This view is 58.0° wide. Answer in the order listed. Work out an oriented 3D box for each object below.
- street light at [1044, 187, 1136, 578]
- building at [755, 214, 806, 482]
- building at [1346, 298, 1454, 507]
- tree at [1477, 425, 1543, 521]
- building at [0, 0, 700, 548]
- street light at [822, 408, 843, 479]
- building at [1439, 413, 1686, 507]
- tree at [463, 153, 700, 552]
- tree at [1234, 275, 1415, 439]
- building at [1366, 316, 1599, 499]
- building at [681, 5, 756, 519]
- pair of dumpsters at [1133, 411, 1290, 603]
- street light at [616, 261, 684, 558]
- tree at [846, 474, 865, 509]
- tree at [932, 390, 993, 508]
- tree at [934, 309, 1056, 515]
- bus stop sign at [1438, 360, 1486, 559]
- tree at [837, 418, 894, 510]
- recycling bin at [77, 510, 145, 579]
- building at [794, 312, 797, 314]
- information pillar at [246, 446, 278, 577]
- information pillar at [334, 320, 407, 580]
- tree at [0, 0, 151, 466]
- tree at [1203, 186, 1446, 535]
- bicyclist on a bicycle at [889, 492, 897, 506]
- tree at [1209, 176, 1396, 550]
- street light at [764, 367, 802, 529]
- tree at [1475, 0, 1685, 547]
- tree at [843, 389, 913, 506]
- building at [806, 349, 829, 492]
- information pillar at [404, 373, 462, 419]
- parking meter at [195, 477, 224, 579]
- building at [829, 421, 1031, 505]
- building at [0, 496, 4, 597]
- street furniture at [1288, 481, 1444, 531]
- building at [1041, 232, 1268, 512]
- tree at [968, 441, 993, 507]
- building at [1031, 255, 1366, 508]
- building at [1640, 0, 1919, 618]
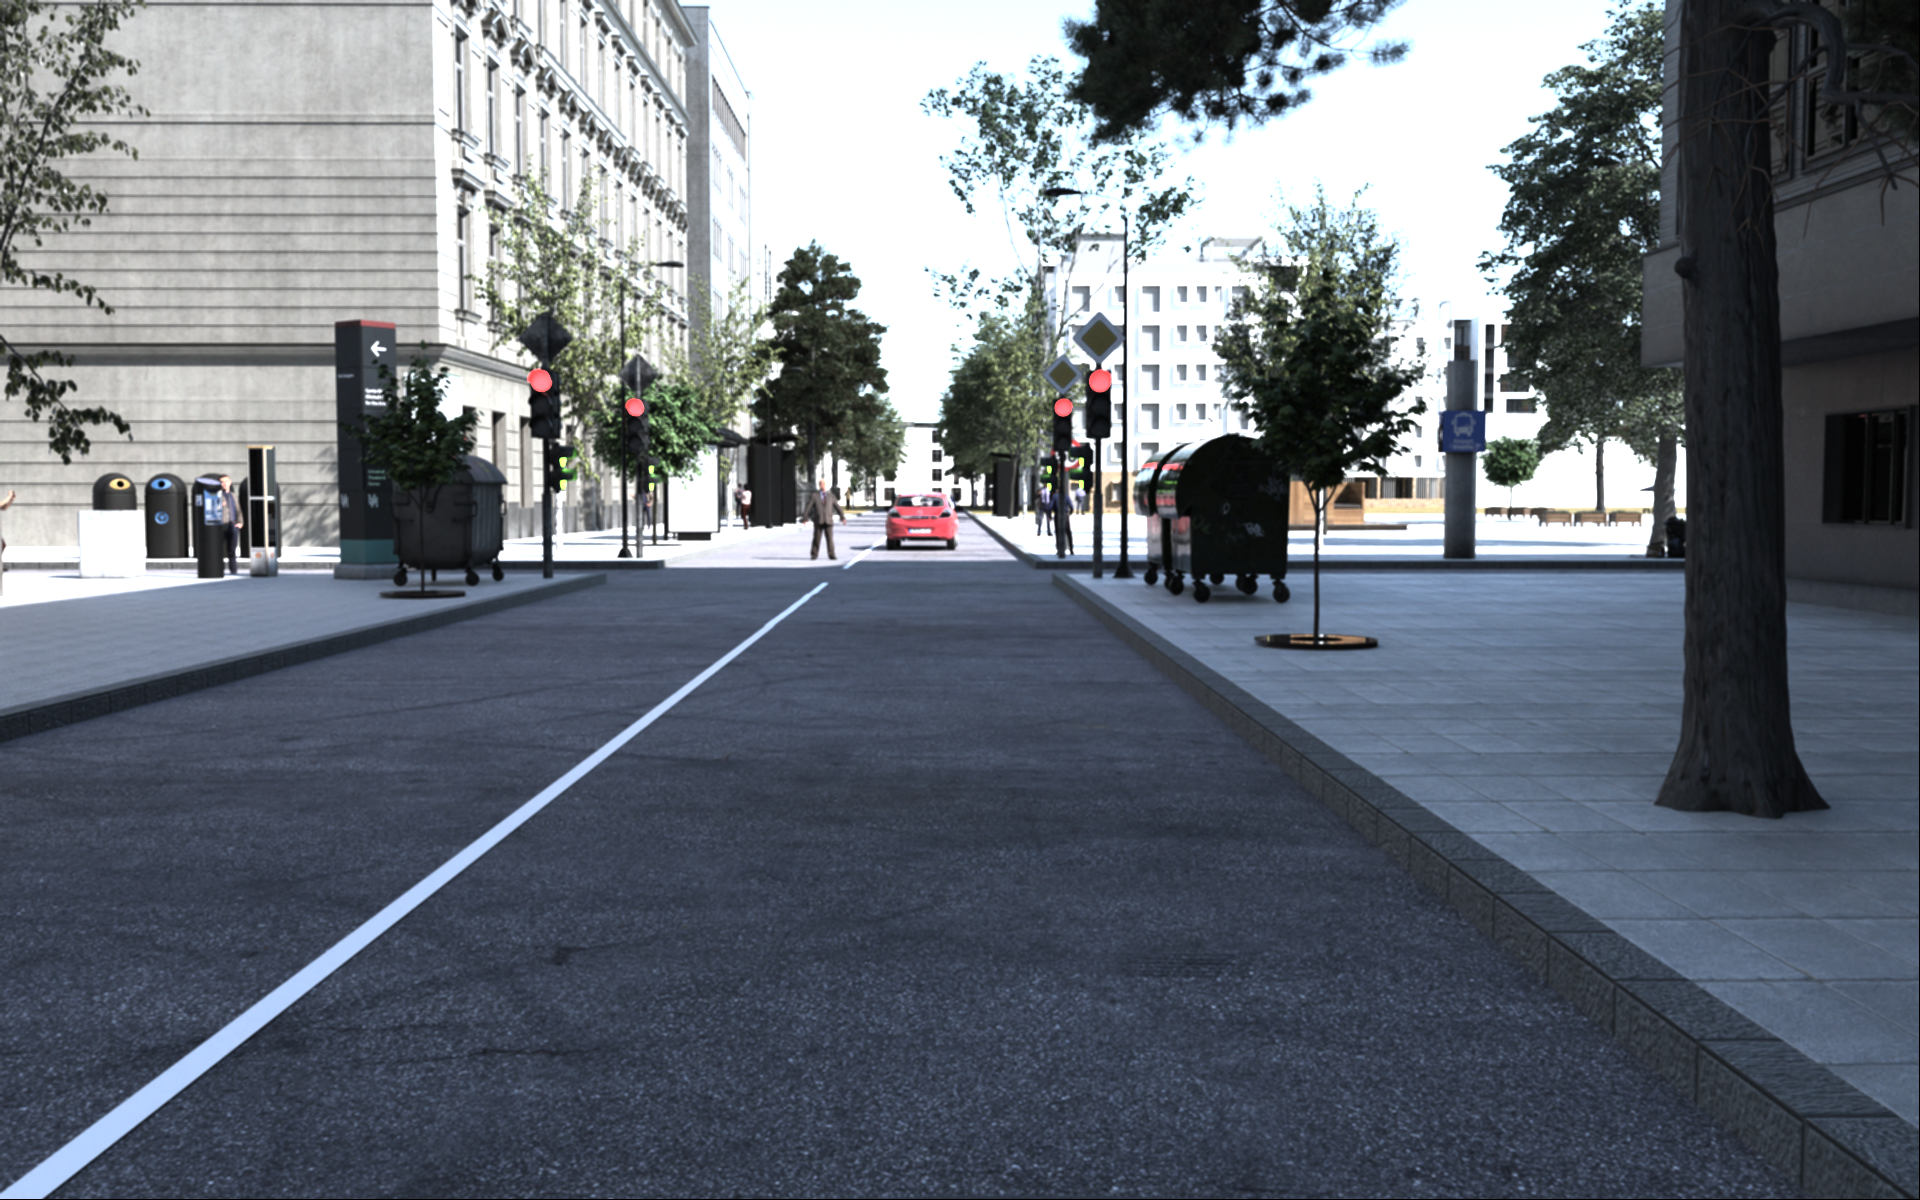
[{"bbox_3d":[1.976,-3.295,26.407,1.470,5.913,1.316,0,4,-1],"label":"street light"},{"bbox_3d":[-21.047,-15.831,125.291,16.747,18.905,31.486,0,4,-1],"label":"building"},{"bbox_3d":[41.697,-19.415,173.852,11.380,20.091,16.016,0,4,-1],"label":"building"},{"bbox_3d":[26.329,-6.071,82.970,4.285,4.588,4.351,0,3,0],"label":"tree"},{"bbox_3d":[-20.501,-17.467,61.993,17.030,29.872,44.131,0,4,-1],"label":"building"},{"bbox_3d":[-6.761,-7.314,92.127,1.470,5.913,1.316,0,4,-1],"label":"street light"},{"bbox_3d":[62.313,-14.401,177.608,28.070,9.664,9.099,0,4,-1],"label":"building"},{"bbox_3d":[-8.707,-5.384,38.391,4.737,8.622,4.395,0,3,0],"label":"tree"},{"bbox_3d":[20.159,-11.384,96.491,12.009,13.543,11.850,0,3,0],"label":"tree"},{"bbox_3d":[57.129,-22.549,212.657,32.646,21.610,27.936,0,4,-1],"label":"building"},{"bbox_3d":[-18.214,-16.888,94.144,12.078,24.808,19.932,0,4,-1],"label":"building"},{"bbox_3d":[3.248,-1.216,22.383,1.574,2.255,4.436,0,4,0],"label":"pair of dumpsters"},{"bbox_3d":[-6.192,-3.799,34.653,1.470,5.913,1.316,0,4,-1],"label":"street light"},{"bbox_3d":[-9.288,-9.537,150.538,1.663,3.219,1.824,0,3,0],"label":"tree"},{"bbox_3d":[1.026,-14.407,161.308,9.928,11.665,9.643,0,3,0],"label":"tree"},{"bbox_3d":[2.236,-11.552,106.999,7.486,12.596,7.792,0,3,0],"label":"tree"},{"bbox_3d":[9.937,-2.772,34.343,0.837,3.901,0.837,1,4,10],"label":"bus stop sign"},{"bbox_3d":[-8.354,-11.447,137.515,4.360,8.622,3.978,0,3,0],"label":"tree"},{"bbox_3d":[-12.933,-0.847,26.411,0.722,1.027,0.722,0,4,-4],"label":"recycling bin"},{"bbox_3d":[-21.601,-17.795,147.366,16.016,20.091,11.380,0,4,-1],"label":"building"},{"bbox_3d":[-10.819,-1.368,26.865,0.304,2.012,0.304,1,4,9],"label":"information pillar"},{"bbox_3d":[-8.951,-2.251,26.184,0.750,3.857,0.750,2,4,35],"label":"information pillar"},{"bbox_3d":[-8.700,-3.920,14.461,4.360,8.622,3.978,0,3,0],"label":"tree"},{"bbox_3d":[11.092,-7.286,53.536,8.767,10.594,7.601,3,5,41],"label":"tree"},{"bbox_3d":[-5.496,-8.127,142.892,1.499,1.676,1.625,0,4,0],"label":"bicyclist on a bicycle"},{"bbox_3d":[8.012,-5.440,39.314,4.737,8.622,4.395,0,3,0],"label":"tree"},{"bbox_3d":[-6.490,-5.573,63.663,1.470,5.913,1.316,0,4,-1],"label":"street light"},{"bbox_3d":[17.422,-8.295,42.282,9.857,13.997,8.962,0,3,0],"label":"tree"},{"bbox_3d":[-8.714,-16.374,185.845,7.486,12.596,7.792,0,3,0],"label":"tree"},{"bbox_3d":[-29.376,-18.698,172.163,31.486,18.905,16.747,0,4,-1],"label":"building"},{"bbox_3d":[-10.426,-2.635,34.402,0.184,3.620,1.656,1,4,19],"label":"information pillar"},{"bbox_3d":[-11.403,-1.096,26.325,0.372,1.533,0.369,0,3,0],"label":"parking meter"},{"bbox_3d":[-5.379,-15.960,203.097,28.070,9.664,9.099,0,4,-1],"label":"building"},{"bbox_3d":[-28.822,-12.631,11.032,34.151,26.468,19.350,0,4,-1],"label":"building"},{"bbox_3d":[11.558,-3.516,64.343,11.010,1.723,9.812,-1,4,-14],"label":"street furniture"},{"bbox_3d":[14.272,-16.781,130.795,16.016,20.091,11.380,0,4,-1],"label":"building"},{"bbox_3d":[2.203,-13.726,174.787,4.360,8.622,3.978,0,3,0],"label":"tree"},{"bbox_3d":[20.528,-19.621,164.778,27.936,21.610,32.646,0,4,-1],"label":"building"},{"bbox_3d":[15.363,-11.446,6.217,14.314,24.678,30.058,0,4,-1],"label":"building"}]
